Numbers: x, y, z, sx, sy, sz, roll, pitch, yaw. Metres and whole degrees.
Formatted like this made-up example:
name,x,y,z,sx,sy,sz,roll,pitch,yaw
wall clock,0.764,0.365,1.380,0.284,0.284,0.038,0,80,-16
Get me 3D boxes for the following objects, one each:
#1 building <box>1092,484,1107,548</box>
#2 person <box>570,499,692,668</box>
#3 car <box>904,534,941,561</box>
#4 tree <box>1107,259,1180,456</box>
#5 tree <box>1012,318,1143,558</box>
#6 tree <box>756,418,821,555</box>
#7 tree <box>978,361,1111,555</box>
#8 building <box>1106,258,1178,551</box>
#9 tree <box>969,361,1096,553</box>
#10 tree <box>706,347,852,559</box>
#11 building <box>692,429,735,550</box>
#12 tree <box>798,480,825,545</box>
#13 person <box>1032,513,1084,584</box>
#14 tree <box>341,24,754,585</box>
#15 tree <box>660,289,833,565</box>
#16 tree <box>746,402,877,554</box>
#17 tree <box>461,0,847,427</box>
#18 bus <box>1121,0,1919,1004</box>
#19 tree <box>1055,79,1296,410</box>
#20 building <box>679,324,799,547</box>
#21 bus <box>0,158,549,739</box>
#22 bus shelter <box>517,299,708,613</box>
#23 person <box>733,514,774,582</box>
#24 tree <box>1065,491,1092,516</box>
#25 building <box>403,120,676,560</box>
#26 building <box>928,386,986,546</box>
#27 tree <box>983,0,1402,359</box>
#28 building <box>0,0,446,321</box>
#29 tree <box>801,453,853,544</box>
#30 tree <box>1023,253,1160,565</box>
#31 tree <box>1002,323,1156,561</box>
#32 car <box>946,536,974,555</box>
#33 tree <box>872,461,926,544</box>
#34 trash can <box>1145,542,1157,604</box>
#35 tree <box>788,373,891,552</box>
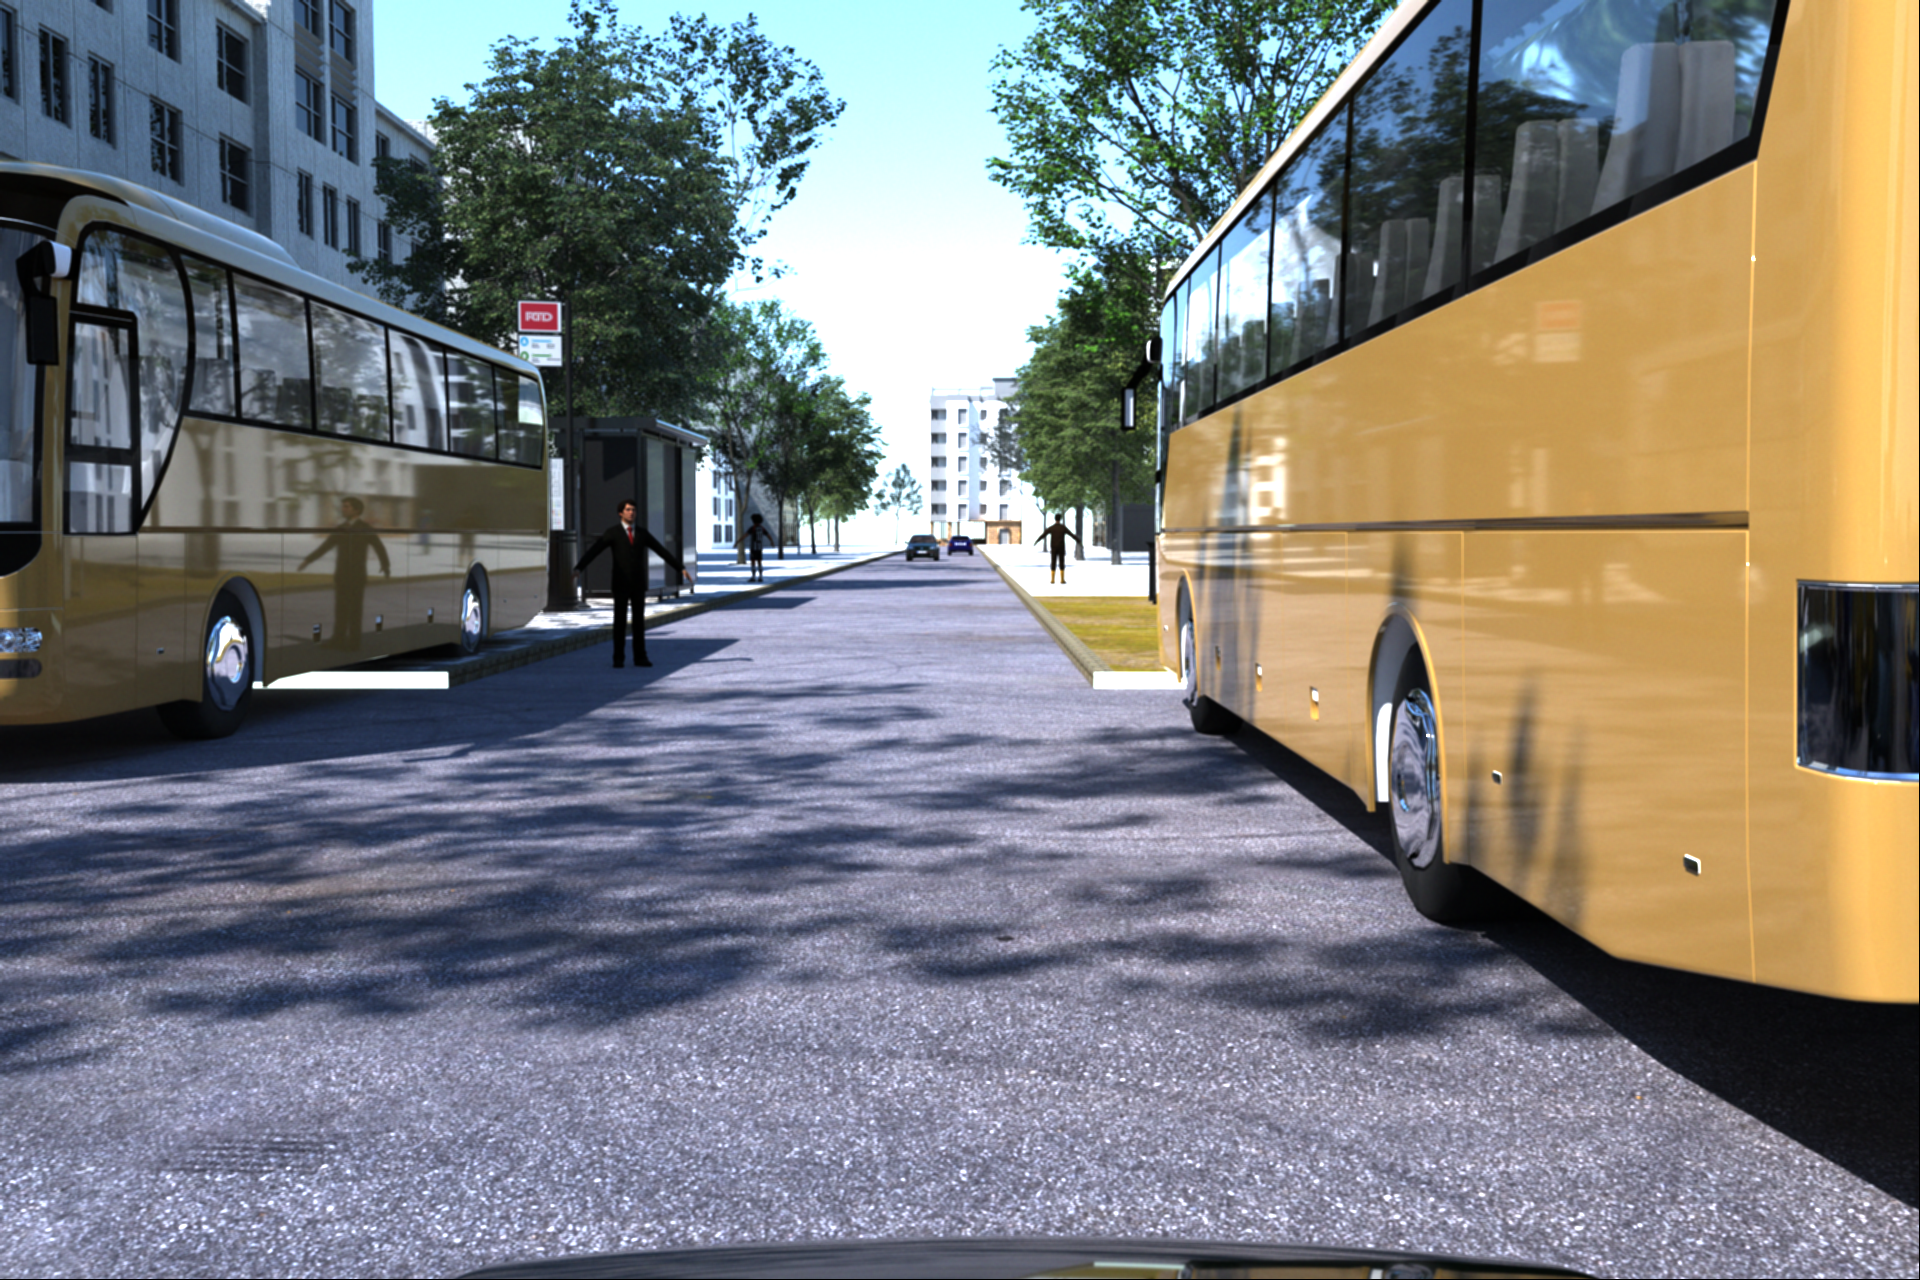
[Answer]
name,x,y,z,sx,sy,sz,roll,pitch,yaw
building,22.950,-20.762,170.394,19.493,23.208,18.063,0,4,0
person,-3.562,-0.614,18.682,1.347,1.806,0.705,-2,4,-28
car,-1.997,-5.116,93.430,2.009,1.686,4.222,0,4,1
tree,5.909,-5.755,44.449,4.737,8.622,4.395,0,3,0
tree,6.433,-10.602,91.473,7.486,12.596,7.792,0,3,0
tree,-9.464,-9.384,103.783,4.360,8.622,3.978,0,3,0
tree,6.354,-11.848,104.085,12.009,13.543,11.850,0,3,0
building,25.949,-18.350,144.000,27.936,21.610,32.646,0,3,0
tree,5.712,-12.697,117.968,12.009,13.543,11.850,0,3,0
tree,-9.237,-9.332,86.996,8.767,10.594,7.601,2,4,27
building,-24.300,-12.896,152.998,9.099,9.664,28.070,0,4,1
tree,-17.501,-15.688,206.863,4.360,8.622,3.978,0,3,0
person,2.516,-2.346,44.499,1.346,1.812,0.704,1,4,9
tree,-9.883,-8.338,42.975,9.857,13.997,8.962,0,3,0
tree,-9.119,-8.981,72.598,9.928,11.665,9.643,0,3,0
tree,-9.577,-10.887,112.410,8.767,10.594,7.601,-1,4,-21
tree,-10.698,-12.540,60.912,12.611,20.169,13.585,0,3,0
bus,2.876,-1.081,9.228,2.896,3.916,12.252,0,4,0
tree,5.925,-6.252,36.630,8.767,10.594,7.601,1,4,16
building,-26.704,-21.203,177.600,19.493,23.208,18.063,0,4,0
bus,-6.327,-1.455,15.338,2.896,3.916,12.252,0,3,0
bus shelter,-6.473,-3.351,32.416,2.179,5.291,8.768,0,4,0
person,-5.465,-2.458,46.324,1.345,1.843,0.704,-3,5,-44
tree,16.916,-18.436,211.803,12.009,13.543,11.850,0,3,0
building,-25.642,-13.673,90.011,16.747,18.905,31.486,0,3,0
building,-3.573,-21.609,212.184,11.380,20.090,16.016,0,4,-5
tree,4.002,-6.149,26.294,9.928,11.665,9.643,0,3,0
building,-27.009,-11.053,47.172,16.747,18.905,31.486,0,4,0
tree,-15.790,-18.056,213.348,7.486,12.596,7.792,0,3,0
tree,6.255,-9.297,70.137,7.486,12.596,7.792,0,3,0
tree,5.839,-10.019,81.941,7.486,12.596,7.792,0,3,0
car,0.014,-6.406,117.313,1.945,1.354,3.894,0,4,-1
tree,-7.571,-17.101,214.008,7.601,10.594,8.767,0,4,8
trash can,3.759,-1.224,31.671,0.748,1.137,0.748,0,3,0
tree,-8.772,-12.509,122.646,7.486,12.596,7.792,0,3,0
